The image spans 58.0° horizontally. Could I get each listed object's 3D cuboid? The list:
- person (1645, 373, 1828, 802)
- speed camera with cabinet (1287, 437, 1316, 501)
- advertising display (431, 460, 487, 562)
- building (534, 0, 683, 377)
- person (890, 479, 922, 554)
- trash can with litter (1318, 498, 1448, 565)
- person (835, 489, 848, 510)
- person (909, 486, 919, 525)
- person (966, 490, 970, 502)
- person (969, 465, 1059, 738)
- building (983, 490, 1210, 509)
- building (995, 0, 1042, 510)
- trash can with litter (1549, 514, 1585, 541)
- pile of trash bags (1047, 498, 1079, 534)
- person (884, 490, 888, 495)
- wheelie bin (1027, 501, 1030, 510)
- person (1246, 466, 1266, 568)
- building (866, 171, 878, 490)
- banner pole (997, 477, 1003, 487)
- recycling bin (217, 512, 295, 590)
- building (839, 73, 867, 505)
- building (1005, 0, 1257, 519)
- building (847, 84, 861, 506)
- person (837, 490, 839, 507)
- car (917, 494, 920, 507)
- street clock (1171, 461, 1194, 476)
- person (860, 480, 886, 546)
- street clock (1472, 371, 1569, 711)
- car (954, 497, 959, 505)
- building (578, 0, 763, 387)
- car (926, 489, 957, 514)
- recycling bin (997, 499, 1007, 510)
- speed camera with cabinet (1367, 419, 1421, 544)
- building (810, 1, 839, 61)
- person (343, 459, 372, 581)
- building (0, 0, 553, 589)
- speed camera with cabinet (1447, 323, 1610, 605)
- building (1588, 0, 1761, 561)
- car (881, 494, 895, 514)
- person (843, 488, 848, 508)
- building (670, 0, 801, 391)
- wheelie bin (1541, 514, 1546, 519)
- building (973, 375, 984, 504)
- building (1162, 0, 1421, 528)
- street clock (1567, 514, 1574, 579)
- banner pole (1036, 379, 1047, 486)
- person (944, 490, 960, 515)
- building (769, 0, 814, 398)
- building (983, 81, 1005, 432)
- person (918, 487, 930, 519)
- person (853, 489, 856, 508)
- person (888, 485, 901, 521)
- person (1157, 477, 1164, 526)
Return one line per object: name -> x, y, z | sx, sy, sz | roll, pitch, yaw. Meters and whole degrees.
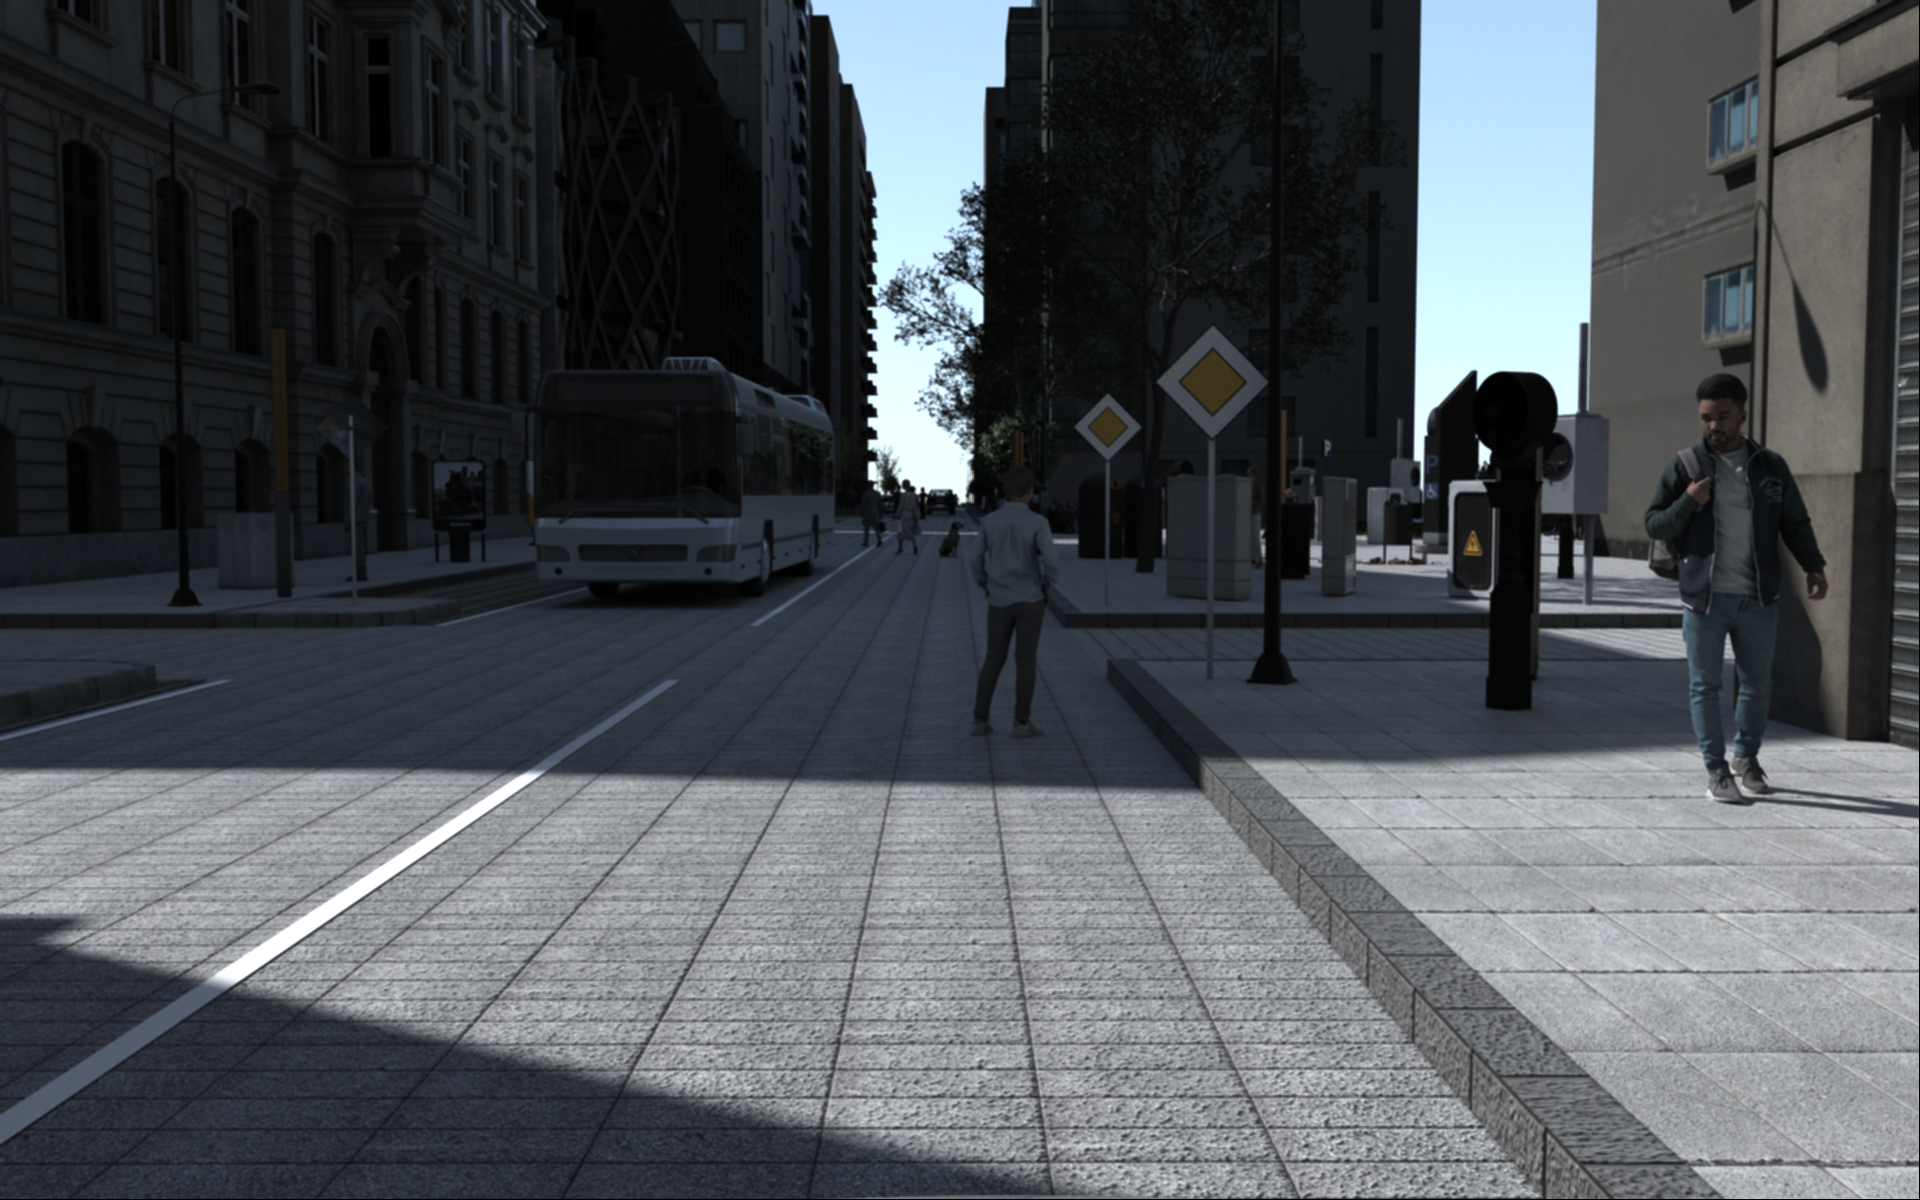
person -> 3.237, -0.057, 7.315 | 0.623, 1.781, 0.721 | 0, 4, -1
speed camera with cabinet -> 11.678, -3.969, 59.221 | 0.660, 3.252, 2.038 | 2, 4, 24
advertising display -> -9.413, -1.673, 32.565 | 0.974, 1.923, 0.123 | -1, 4, -8
building -> -18.877, -11.968, 63.123 | 16.820, 18.784, 16.811 | 0, 4, 0
person -> -1.274, -1.971, 41.075 | 0.694, 1.780, 0.624 | -2, 4, -30
trash can with litter -> 7.766, -1.283, 32.032 | 2.233, 1.210, 1.678 | 2, 4, 35
person -> -9.876, -8.393, 143.984 | 1.217, 1.735, 0.721 | -1, 4, -18
person -> -1.619, -3.219, 61.972 | 0.643, 1.720, 0.563 | -2, 4, -24
person -> 1.122, -14.415, 241.592 | 0.709, 1.838, 0.599 | -1, 4, -11
person -> 0.333, 0.004, 10.252 | 0.589, 1.601, 0.330 | 2, 4, 31
building -> 18.331, -28.483, 157.570 | 32.217, 40.220, 23.993 | 0, 4, 0
building -> 14.183, -49.886, 128.308 | 22.319, 86.520, 31.000 | 0, 4, 0
trash can with litter -> 17.084, -2.278, 48.302 | 1.678, 1.210, 2.233 | 2, 4, 34
pile of trash bags -> 3.983, -2.831, 56.040 | 1.912, 1.369, 3.447 | -1, 4, -19
person -> -5.318, -7.171, 126.473 | 0.721, 1.736, 1.217 | -2, 4, -33
wheelie bin -> 3.588, -5.135, 91.863 | 0.980, 1.594, 0.693 | 3, 5, 39
person -> 5.041, -1.435, 30.047 | 0.362, 1.759, 0.519 | -2, 4, -25
building -> -22.232, -35.133, 229.051 | 22.147, 44.769, 28.867 | 0, 4, 0
banner pole -> 2.060, -5.456, 79.226 | 0.863, 3.779, 0.401 | -1, 4, -9
recycling bin -> -9.610, -0.678, 23.641 | 0.722, 1.027, 0.722 | 2, 4, 26
building -> -22.133, -35.477, 203.749 | 21.300, 48.544, 21.600 | 0, 4, 0
building -> 9.734, -20.508, 107.003 | 14.160, 30.474, 14.107 | 0, 4, 0
building -> -17.988, -32.776, 185.999 | 14.600, 45.320, 14.200 | 0, 4, 0
person -> -12.509, -10.329, 177.348 | 0.705, 1.831, 1.348 | 0, 4, -7
car -> -4.361, -9.567, 166.642 | 2.015, 1.641, 3.980 | 0, 4, -2
street clock -> 4.823, -2.021, 37.617 | 0.471, 2.002, 0.358 | -3, 4, -39
person -> -2.421, -2.374, 47.412 | 0.694, 1.812, 0.767 | -2, 4, -29
street clock -> 3.284, -0.351, 10.309 | 0.358, 2.002, 0.471 | -2, 4, -27
car -> -1.183, -12.902, 223.306 | 2.083, 1.381, 4.827 | 0, 4, 1
building -> -16.745, -15.631, 85.247 | 12.332, 23.373, 15.834 | 0, 4, 0
car -> -1.352, -7.006, 123.227 | 2.281, 1.827, 5.304 | 0, 4, 1
recycling bin -> 2.352, -4.760, 90.376 | 0.722, 1.027, 0.722 | 0, 4, -8
speed camera with cabinet -> 11.279, -3.094, 44.923 | 0.660, 3.252, 2.038 | 3, 4, 38
building -> -18.482, -31.220, 160.554 | 14.600, 45.320, 14.200 | 0, 4, 0
person -> -8.896, -1.187, 25.546 | 0.391, 1.810, 0.635 | -1, 4, -12
building -> -18.208, -13.338, 37.167 | 14.460, 24.649, 34.723 | 0, 4, 0
speed camera with cabinet -> 6.739, -1.609, 20.645 | 0.660, 3.252, 2.038 | -2, 4, -27
building -> 23.732, -24.902, 30.846 | 21.600, 48.544, 21.300 | 0, 4, 0
car -> -4.505, -6.070, 111.251 | 2.014, 1.417, 4.499 | 0, 4, -1
person -> -10.274, -9.272, 157.571 | 1.348, 1.831, 0.705 | 3, 5, 41
building -> -24.383, -31.741, 108.210 | 28.713, 52.752, 27.495 | 0, 4, 0
wheelie bin -> 24.887, -4.083, 74.668 | 0.693, 1.594, 0.980 | -2, 4, -29
building -> 15.806, -24.182, 240.408 | 27.650, 21.520, 28.899 | 0, 4, 0
building -> 10.283, -18.329, 71.376 | 14.160, 30.474, 14.107 | 0, 4, 0
street clock -> 9.214, -1.328, 26.289 | 0.358, 2.002, 0.471 | 3, 4, 37
banner pole -> 1.786, -2.936, 38.017 | 0.401, 3.779, 0.863 | -1, 4, -14
person -> -0.558, -6.694, 118.636 | 1.217, 1.739, 0.721 | 2, 4, 26
building -> -22.052, -50.388, 136.519 | 22.319, 86.520, 31.000 | 0, 4, 0
building -> 9.555, -32.869, 187.518 | 14.600, 45.320, 14.200 | 0, 4, 0
person -> -2.137, -5.476, 97.977 | 1.348, 1.831, 0.705 | 3, 5, 44
person -> -9.965, -9.485, 161.932 | 0.742, 1.727, 0.445 | 3, 4, 36
person -> -2.865, -4.393, 80.096 | 0.755, 1.850, 0.659 | -2, 4, -29
person -> 5.519, -2.594, 49.018 | 0.524, 1.755, 0.480 | -2, 4, -30
